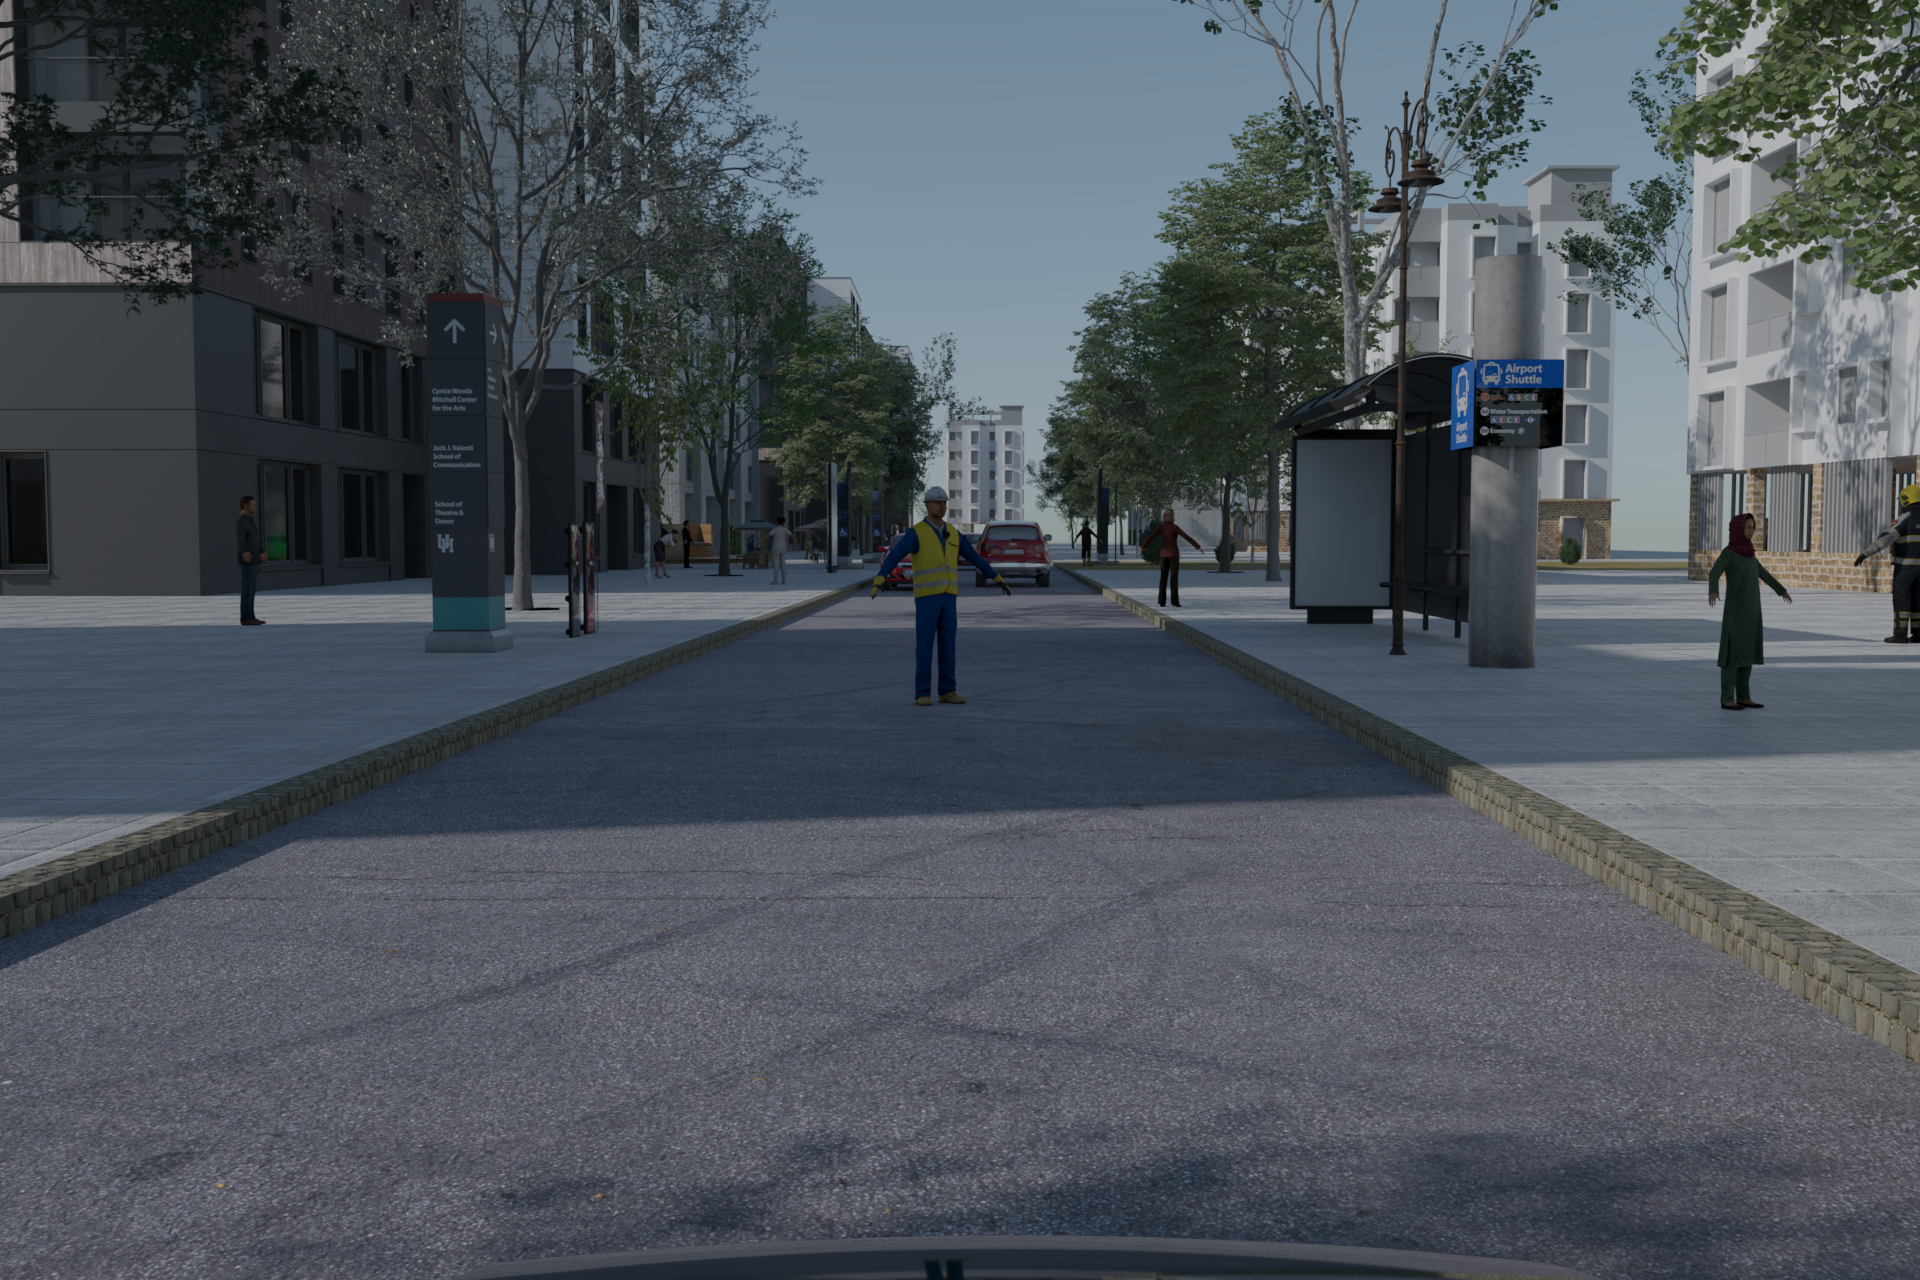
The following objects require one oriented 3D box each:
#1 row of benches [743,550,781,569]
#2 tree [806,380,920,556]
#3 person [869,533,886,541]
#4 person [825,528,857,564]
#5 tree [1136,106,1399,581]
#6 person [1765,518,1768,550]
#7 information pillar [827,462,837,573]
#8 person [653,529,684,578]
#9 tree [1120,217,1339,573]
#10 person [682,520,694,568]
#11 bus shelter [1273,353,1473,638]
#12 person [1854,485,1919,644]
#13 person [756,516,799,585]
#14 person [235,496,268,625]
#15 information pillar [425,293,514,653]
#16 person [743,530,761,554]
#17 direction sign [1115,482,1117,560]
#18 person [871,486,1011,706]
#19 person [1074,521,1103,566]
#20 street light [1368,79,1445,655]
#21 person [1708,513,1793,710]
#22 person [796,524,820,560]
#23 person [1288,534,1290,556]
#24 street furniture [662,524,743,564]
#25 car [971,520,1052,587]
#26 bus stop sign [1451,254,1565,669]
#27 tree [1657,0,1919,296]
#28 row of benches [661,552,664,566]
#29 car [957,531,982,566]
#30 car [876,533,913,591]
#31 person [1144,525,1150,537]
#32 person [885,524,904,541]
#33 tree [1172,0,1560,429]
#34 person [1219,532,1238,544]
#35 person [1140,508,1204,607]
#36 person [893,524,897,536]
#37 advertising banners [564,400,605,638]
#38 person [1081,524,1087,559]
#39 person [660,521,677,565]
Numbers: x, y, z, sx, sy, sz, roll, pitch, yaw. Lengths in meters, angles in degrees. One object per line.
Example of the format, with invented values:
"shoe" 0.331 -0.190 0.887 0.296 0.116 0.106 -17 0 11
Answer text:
"row of benches" -7.407 -3.052 65.366 1.422 0.672 4.104 0 4 7
"tree" -6.102 -10.293 102.695 8.767 10.594 7.601 3 5 43
"person" -4.388 -5.351 93.681 0.705 1.806 1.347 -3 5 -43
"person" -4.825 -3.930 70.473 1.346 1.802 0.704 -1 4 -12
"tree" 8.226 -7.856 46.571 7.486 12.596 7.792 0 3 0
"person" 23.241 -2.657 50.044 0.434 1.755 0.990 -2 4 -27
"information pillar" -4.242 -4.044 57.440 0.184 3.620 1.656 0 4 2
"person" -8.570 -2.534 50.660 0.628 1.438 0.799 3 4 37
"tree" 8.874 -8.009 56.701 9.928 11.665 9.643 0 3 0
"person" -10.261 -3.610 65.213 0.705 1.806 1.347 0 4 3
"bus shelter" 5.439 -1.727 22.154 2.014 3.302 5.546 0 4 1
"person" 11.131 -0.891 20.330 1.351 1.858 0.704 -1 4 -15
"person" -4.640 -2.286 44.146 1.217 1.739 0.721 -2 4 -34
"person" -10.004 -1.123 24.427 0.705 1.821 1.348 -1 4 -12
"information pillar" -5.402 -1.811 18.983 0.750 3.857 0.750 0 4 2
"person" -10.477 -4.957 86.906 0.705 1.847 1.347 2 4 33
"direction sign" 6.755 -5.083 75.099 0.379 3.537 0.876 0 4 2
"person" -0.187 -0.376 14.569 1.349 1.833 0.705 -2 4 -32
"person" 5.072 -3.845 69.011 1.346 1.812 0.704 3 4 37
"street light" 4.652 -2.780 18.234 0.468 5.910 1.993 0 4 2
"person" 5.762 -0.211 12.661 0.989 1.438 0.599 -2 4 -34
"person" -7.572 -4.914 86.608 1.348 1.796 0.705 1 4 20
"person" 19.074 -5.733 99.671 0.705 1.837 1.347 0 4 1
"street furniture" -14.483 -4.327 77.599 11.010 1.723 9.812 -2 4 -34
"car" 1.450 -2.427 48.361 2.281 1.827 5.304 0 4 1
"bus stop sign" 5.249 -1.692 16.680 0.837 3.901 0.837 0 4 1
"tree" 7.057 -5.572 9.228 7.486 12.596 7.792 0 3 0
"row of benches" -13.977 -3.300 69.422 4.104 0.672 1.422 -1 4 -13
"car" 0.283 -3.705 69.618 2.155 1.783 4.494 0 4 1
"car" -1.071 -2.216 45.276 2.155 1.783 4.494 0 4 2
"person" 10.698 -5.646 98.440 0.704 1.817 1.347 -1 4 -20
"person" -2.837 -4.413 78.869 1.216 1.740 0.721 1 4 18
"tree" 8.828 -10.847 33.230 12.611 20.169 13.585 0 3 0
"person" 15.556 -5.724 100.396 1.217 1.733 0.721 2 4 35
"person" 3.708 -1.443 30.404 1.215 1.729 0.721 2 4 31
"person" -3.184 -5.019 88.526 0.721 1.772 1.216 0 4 3
"advertising banners" -4.776 -1.591 22.199 0.090 3.025 2.074 0 4 2
"person" 6.452 -5.123 89.883 0.705 1.813 1.348 0 4 -2
"person" -12.312 -3.997 71.134 1.354 1.856 0.705 0 4 -2
